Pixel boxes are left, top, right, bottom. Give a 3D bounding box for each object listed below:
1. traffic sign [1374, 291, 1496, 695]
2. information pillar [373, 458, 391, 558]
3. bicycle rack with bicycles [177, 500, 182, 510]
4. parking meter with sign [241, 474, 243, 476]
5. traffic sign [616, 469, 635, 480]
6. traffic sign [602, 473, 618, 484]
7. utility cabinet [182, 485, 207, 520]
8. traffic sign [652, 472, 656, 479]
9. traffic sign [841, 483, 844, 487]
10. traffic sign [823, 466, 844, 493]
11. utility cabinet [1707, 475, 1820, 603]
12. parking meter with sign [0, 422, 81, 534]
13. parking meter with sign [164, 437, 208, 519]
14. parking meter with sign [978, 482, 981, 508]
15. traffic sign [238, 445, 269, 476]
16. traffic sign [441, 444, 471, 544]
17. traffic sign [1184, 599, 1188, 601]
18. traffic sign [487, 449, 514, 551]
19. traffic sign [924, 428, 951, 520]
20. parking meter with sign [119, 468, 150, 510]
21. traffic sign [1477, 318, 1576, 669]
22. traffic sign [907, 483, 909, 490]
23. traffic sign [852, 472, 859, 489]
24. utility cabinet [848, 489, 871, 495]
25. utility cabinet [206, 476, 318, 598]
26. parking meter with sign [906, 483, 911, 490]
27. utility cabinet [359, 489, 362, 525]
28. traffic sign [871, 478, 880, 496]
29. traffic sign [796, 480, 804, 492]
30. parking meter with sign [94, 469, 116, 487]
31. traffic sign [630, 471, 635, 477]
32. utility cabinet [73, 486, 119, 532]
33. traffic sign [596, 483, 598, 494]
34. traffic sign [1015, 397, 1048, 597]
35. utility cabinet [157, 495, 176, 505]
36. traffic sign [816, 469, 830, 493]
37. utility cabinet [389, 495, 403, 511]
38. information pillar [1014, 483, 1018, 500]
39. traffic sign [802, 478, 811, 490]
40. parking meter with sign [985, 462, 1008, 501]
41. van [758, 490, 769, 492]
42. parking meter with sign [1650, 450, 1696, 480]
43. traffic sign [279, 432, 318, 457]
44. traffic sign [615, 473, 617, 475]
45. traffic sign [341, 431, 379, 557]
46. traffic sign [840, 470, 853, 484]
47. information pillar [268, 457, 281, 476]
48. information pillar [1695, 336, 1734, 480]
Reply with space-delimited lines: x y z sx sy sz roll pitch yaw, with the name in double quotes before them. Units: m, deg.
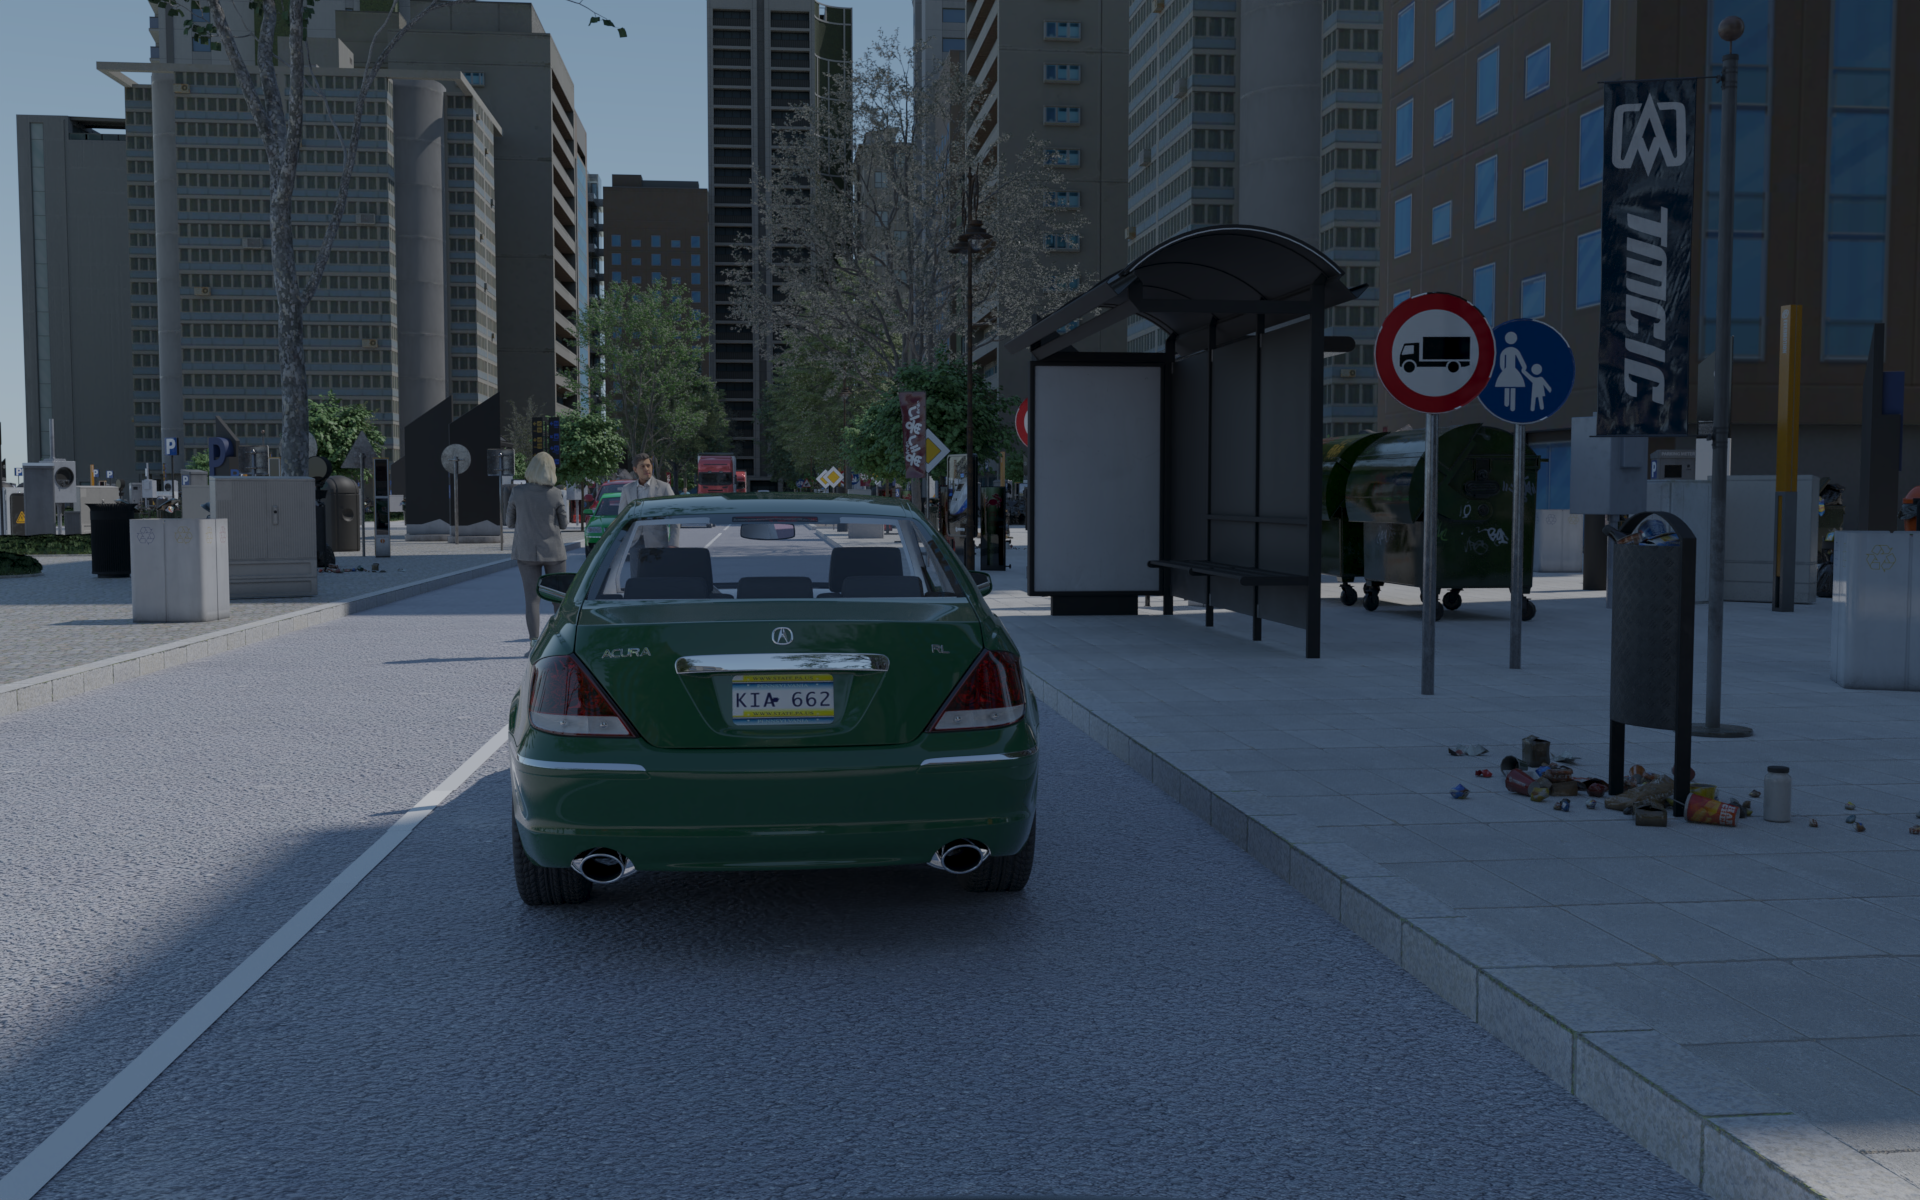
"traffic sign" 2.995 -0.667 11.014 0.768 2.556 0.104 0 4 1
"information pillar" -11.701 -1.869 35.045 0.304 2.012 0.304 -1 4 -20
"bicycle rack with bicycles" -47.026 -5.468 102.784 2.852 0.926 2.925 -3 5 -43
"parking meter with sign" -51.927 -8.013 127.269 1.738 3.016 0.543 0 4 -5
"traffic sign" -13.388 -4.013 69.251 0.795 2.450 0.064 0 4 -6
"traffic sign" -12.487 -3.527 61.316 0.795 2.450 0.064 0 4 -6
"utility cabinet" -18.837 -2.125 43.417 1.173 1.500 0.318 -1 4 -20
"traffic sign" -16.247 -5.565 90.991 0.884 2.594 0.081 0 4 -5
"traffic sign" -6.755 -6.142 101.611 0.795 2.450 0.064 0 4 1
"traffic sign" -4.541 -3.581 62.195 0.795 2.450 0.064 0 4 -6
"utility cabinet" 9.487 -0.723 20.504 1.173 1.500 0.318 3 5 41
"parking meter with sign" -22.471 -2.815 42.285 1.738 3.016 0.543 -2 4 -29
"parking meter with sign" -23.931 -3.545 54.216 0.543 3.016 1.738 2 4 27
"parking meter with sign" 0.949 -6.960 110.049 1.738 3.016 0.543 -2 4 -24
"traffic sign" -14.822 -2.094 36.369 0.606 2.300 0.079 0 4 -6
"traffic sign" -12.811 -2.686 44.028 0.768 2.556 0.104 0 4 3
"traffic sign" 2.737 -1.265 20.794 0.768 2.556 0.104 0 4 1
"traffic sign" -10.368 -2.264 39.139 0.606 2.300 0.079 0 4 0
"traffic sign" -0.560 -1.785 30.366 0.795 2.450 0.064 0 4 -4
"parking meter with sign" -55.464 -7.352 116.463 1.738 3.016 0.543 -3 5 -45
"traffic sign" 4.082 -0.768 12.658 0.768 2.556 0.104 0 4 -1
"traffic sign" -1.880 -3.841 62.900 0.768 2.556 0.104 0 4 3
"traffic sign" -6.090 -6.008 98.338 0.768 2.556 0.104 0 4 -3
"utility cabinet" -4.776 -4.438 81.234 1.173 1.500 0.318 -2 4 -34
"utility cabinet" -8.566 -0.774 21.326 1.173 1.500 0.318 -3 4 -37
"parking meter with sign" -4.156 -8.054 127.939 1.738 3.016 0.543 -2 4 -24
"utility cabinet" -24.894 -3.776 70.411 1.173 1.500 0.318 -2 4 -24
"traffic sign" -3.404 -4.272 71.038 0.795 2.450 0.064 0 4 3
"traffic sign" -13.121 -8.722 142.705 0.768 2.556 0.104 0 4 -3
"parking meter with sign" -60.631 -7.735 122.732 0.543 3.016 1.738 1 4 12
"traffic sign" -17.852 -5.813 95.147 0.768 2.556 0.104 0 4 -3
"utility cabinet" -23.508 -2.355 47.177 0.318 1.500 1.173 2 4 26
"traffic sign" -15.633 -4.562 74.698 0.768 2.556 0.104 0 4 -4
"traffic sign" 1.058 -1.310 21.524 0.768 2.556 0.104 0 4 -6
"utility cabinet" -49.817 -5.968 108.740 1.020 1.237 0.306 0 4 3
"traffic sign" -5.443 -4.066 70.129 0.795 2.450 0.064 0 4 -6
"utility cabinet" -33.493 -5.589 102.548 1.020 1.237 0.306 -3 5 -44
"information pillar" 3.702 -6.583 112.120 0.304 2.012 0.304 -1 4 -12
"traffic sign" -12.272 -8.487 138.758 0.884 2.594 0.081 0 4 2
"parking meter with sign" 2.168 -5.881 92.414 1.738 3.016 0.543 1 4 17
"van" -21.267 -11.033 187.398 2.013 2.044 4.112 0 4 -8
"parking meter with sign" 12.388 -2.070 30.114 1.738 3.016 0.543 0 4 6
"traffic sign" -12.849 -2.050 33.628 0.768 2.556 0.104 0 4 3
"traffic sign" -20.467 -6.304 103.079 0.884 2.594 0.081 0 4 3
"traffic sign" -12.245 -2.171 35.501 0.884 2.594 0.081 0 4 -2
"traffic sign" -6.046 -5.608 91.802 0.768 2.556 0.104 0 4 -4
"information pillar" -13.612 -1.848 34.708 0.304 2.012 0.304 1 4 21
"information pillar" 11.246 -2.108 25.824 0.504 3.616 0.183 2 4 34
